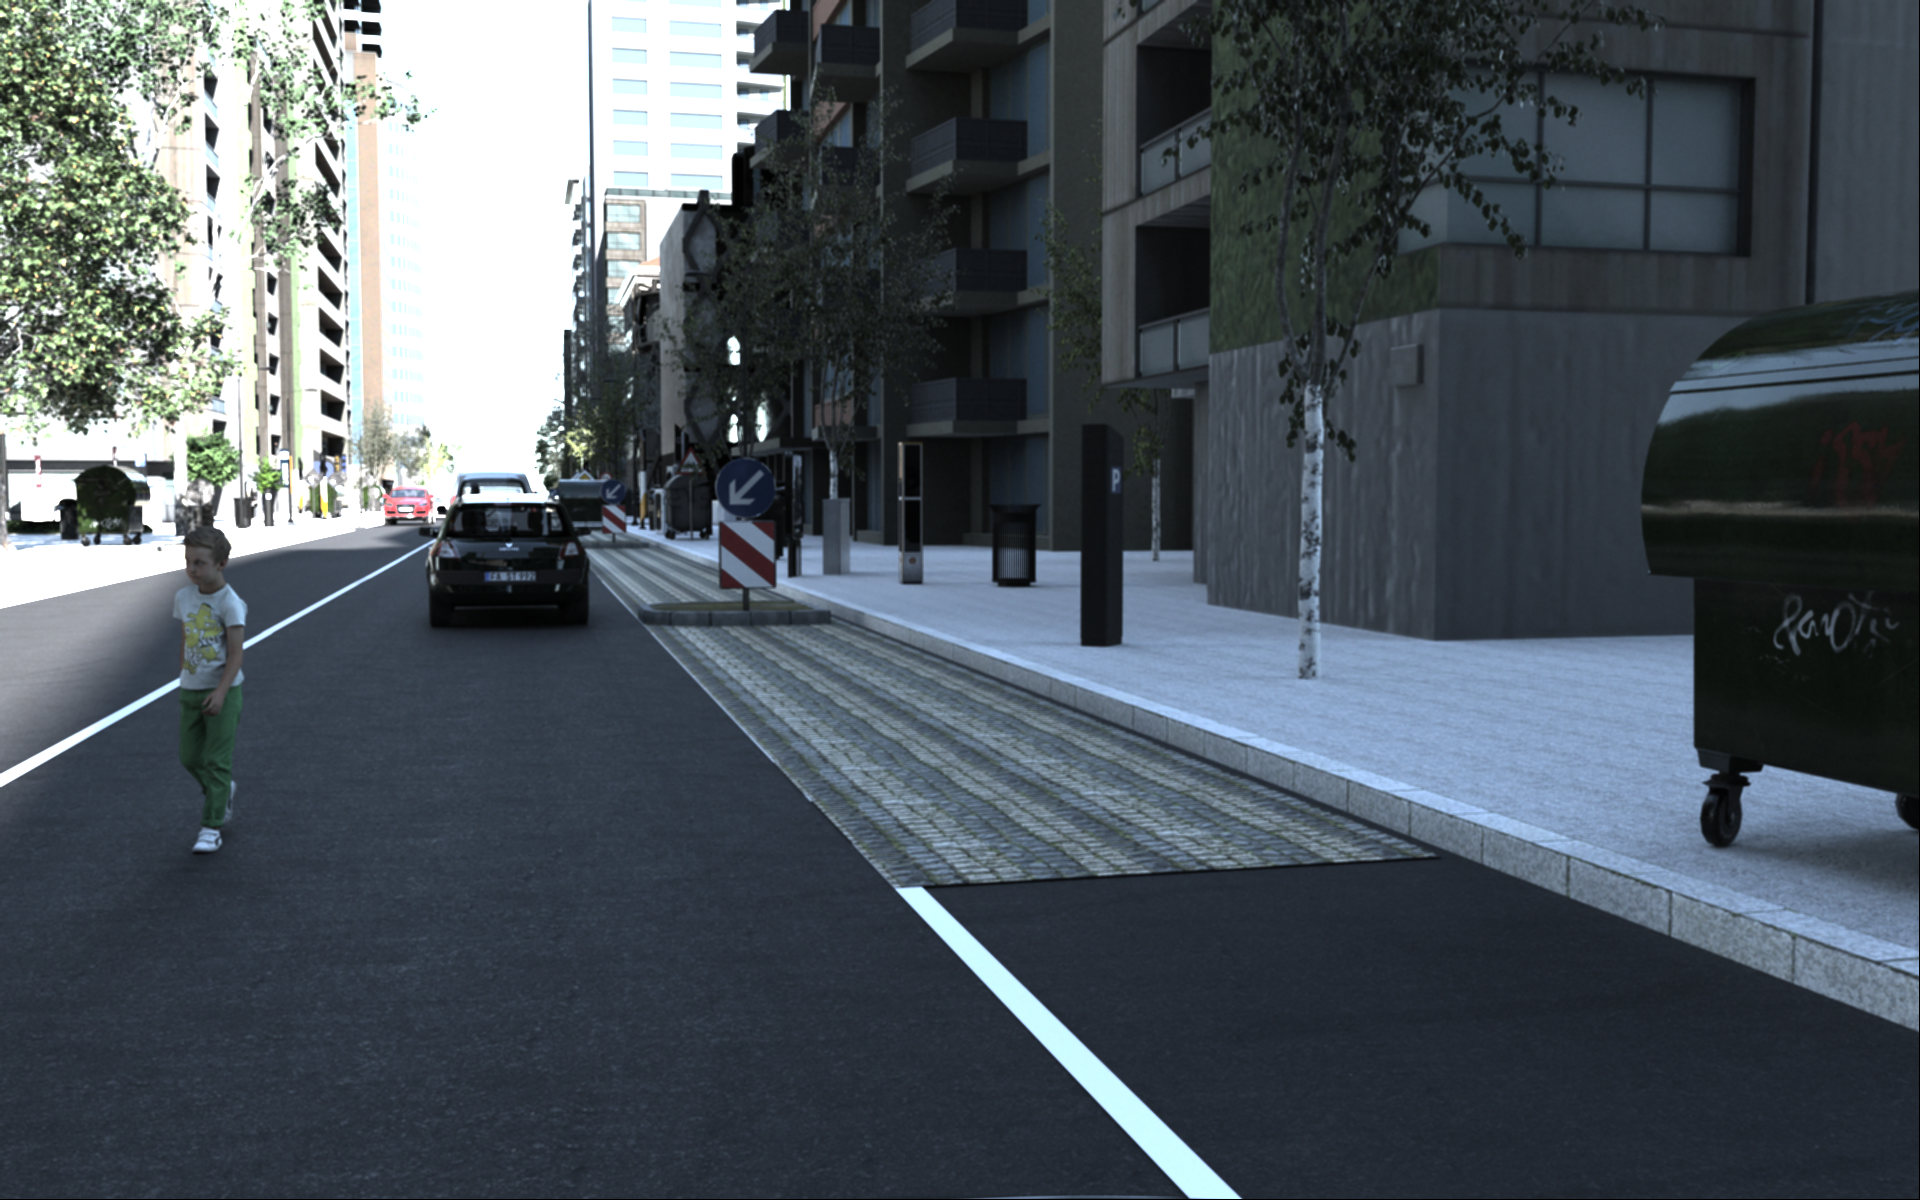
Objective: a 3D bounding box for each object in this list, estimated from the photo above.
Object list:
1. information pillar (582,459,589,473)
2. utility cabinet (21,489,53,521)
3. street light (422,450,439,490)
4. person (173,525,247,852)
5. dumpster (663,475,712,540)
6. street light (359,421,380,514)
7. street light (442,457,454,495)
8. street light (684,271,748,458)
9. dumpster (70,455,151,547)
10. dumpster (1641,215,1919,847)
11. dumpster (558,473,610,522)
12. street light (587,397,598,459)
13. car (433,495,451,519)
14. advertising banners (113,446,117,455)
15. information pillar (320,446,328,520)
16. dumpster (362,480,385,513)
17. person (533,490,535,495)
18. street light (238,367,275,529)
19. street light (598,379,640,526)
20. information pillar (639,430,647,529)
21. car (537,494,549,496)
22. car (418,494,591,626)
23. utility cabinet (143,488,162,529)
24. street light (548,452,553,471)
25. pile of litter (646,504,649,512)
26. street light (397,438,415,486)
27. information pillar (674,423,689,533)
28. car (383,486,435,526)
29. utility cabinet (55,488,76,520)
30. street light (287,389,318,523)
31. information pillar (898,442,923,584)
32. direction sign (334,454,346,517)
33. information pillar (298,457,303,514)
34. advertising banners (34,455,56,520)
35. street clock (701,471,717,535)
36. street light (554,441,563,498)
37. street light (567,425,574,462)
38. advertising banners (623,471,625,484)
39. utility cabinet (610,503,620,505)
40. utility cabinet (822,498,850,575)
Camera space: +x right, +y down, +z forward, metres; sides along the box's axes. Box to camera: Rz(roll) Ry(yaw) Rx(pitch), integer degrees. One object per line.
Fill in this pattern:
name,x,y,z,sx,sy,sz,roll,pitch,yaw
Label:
information pillar,-25.063,-7.631,116.113,0.504,3.616,0.183,1,4,20
utility cabinet,-40.076,-4.068,75.187,0.318,1.500,1.173,2,4,34
street light,-56.137,-12.861,182.812,1.470,5.913,1.316,-1,4,-14
person,-3.075,0.344,7.131,0.306,1.304,0.590,0,4,-8
dumpster,-7.740,-2.661,49.262,1.264,1.857,1.865,-1,4,-14
street light,-37.631,-8.427,110.326,1.470,5.913,1.316,-1,4,-14
street light,-68.063,-15.719,229.539,1.470,5.913,1.316,-1,4,-14
street light,-5.049,-3.900,36.312,1.470,5.913,1.316,-1,4,-14
dumpster,-21.157,-2.488,43.171,1.502,2.255,1.985,-1,4,-14
dumpster,3.452,-0.191,5.619,1.502,2.255,1.985,-1,4,-14
dumpster,-14.672,-3.835,67.652,1.985,2.255,1.502,-1,4,-13
street light,-17.051,-6.769,83.207,1.470,5.913,1.316,-1,4,-14
car,-29.301,-5.291,98.865,2.083,1.381,4.827,-1,4,-15
advertising banners,-30.630,-4.054,62.471,0.090,3.025,2.074,-1,4,-13
information pillar,-31.358,-5.747,85.323,0.183,3.616,0.504,-3,5,-41
dumpster,-40.864,-7.220,120.542,1.502,2.255,1.985,-1,4,-14
person,-45.249,-10.716,183.699,0.705,1.826,1.348,2,4,26
street light,-25.701,-5.548,63.251,1.470,5.913,1.316,-1,4,-14
street light,-13.734,-5.968,70.119,1.470,5.913,1.316,-1,4,-14
information pillar,-11.615,-4.407,63.413,0.183,3.616,0.504,-2,4,-29
car,-47.132,-11.416,195.452,1.959,1.807,4.718,-1,4,-14
car,-5.311,-0.643,20.298,2.009,1.686,4.222,-1,4,-15
utility cabinet,-29.857,-3.340,63.289,1.173,1.500,0.318,0,4,-6
street light,-44.502,-13.385,191.382,1.470,5.913,1.316,-1,4,-14
pile of litter,-17.507,-5.058,96.665,1.176,0.858,1.719,-3,5,-41
street light,-47.505,-10.791,148.966,1.470,5.913,1.316,-1,4,-14
information pillar,-9.207,-4.033,57.289,0.504,3.616,0.183,-1,4,-18
car,-25.638,-4.406,80.703,2.281,1.827,5.304,-1,4,-14
utility cabinet,-32.468,-3.333,63.172,0.318,1.500,1.173,1,4,8
street light,-28.942,-6.341,76.211,1.470,5.913,1.316,-1,4,-14
information pillar,-0.704,-1.237,24.722,0.304,2.012,0.304,-1,4,-12
direction sign,-35.252,-6.521,98.614,0.876,3.537,0.379,2,4,27
information pillar,-41.530,-7.203,109.119,0.183,3.616,0.504,-3,5,-39
advertising banners,-41.556,-5.060,78.918,0.090,3.025,2.074,0,4,3
street clock,-7.872,-3.040,54.271,0.471,2.002,0.358,0,4,2
street light,-35.803,-11.279,156.949,1.470,5.913,1.316,-1,4,-14
street light,-25.680,-8.837,117.027,1.470,5.913,1.316,-1,4,-14
advertising banners,-25.336,-8.163,129.657,0.090,3.025,2.074,0,4,3
utility cabinet,-19.241,-5.142,95.237,1.020,1.237,0.306,-3,4,-36
utility cabinet,-2.002,-1.030,28.009,0.306,1.237,1.020,0,4,5
